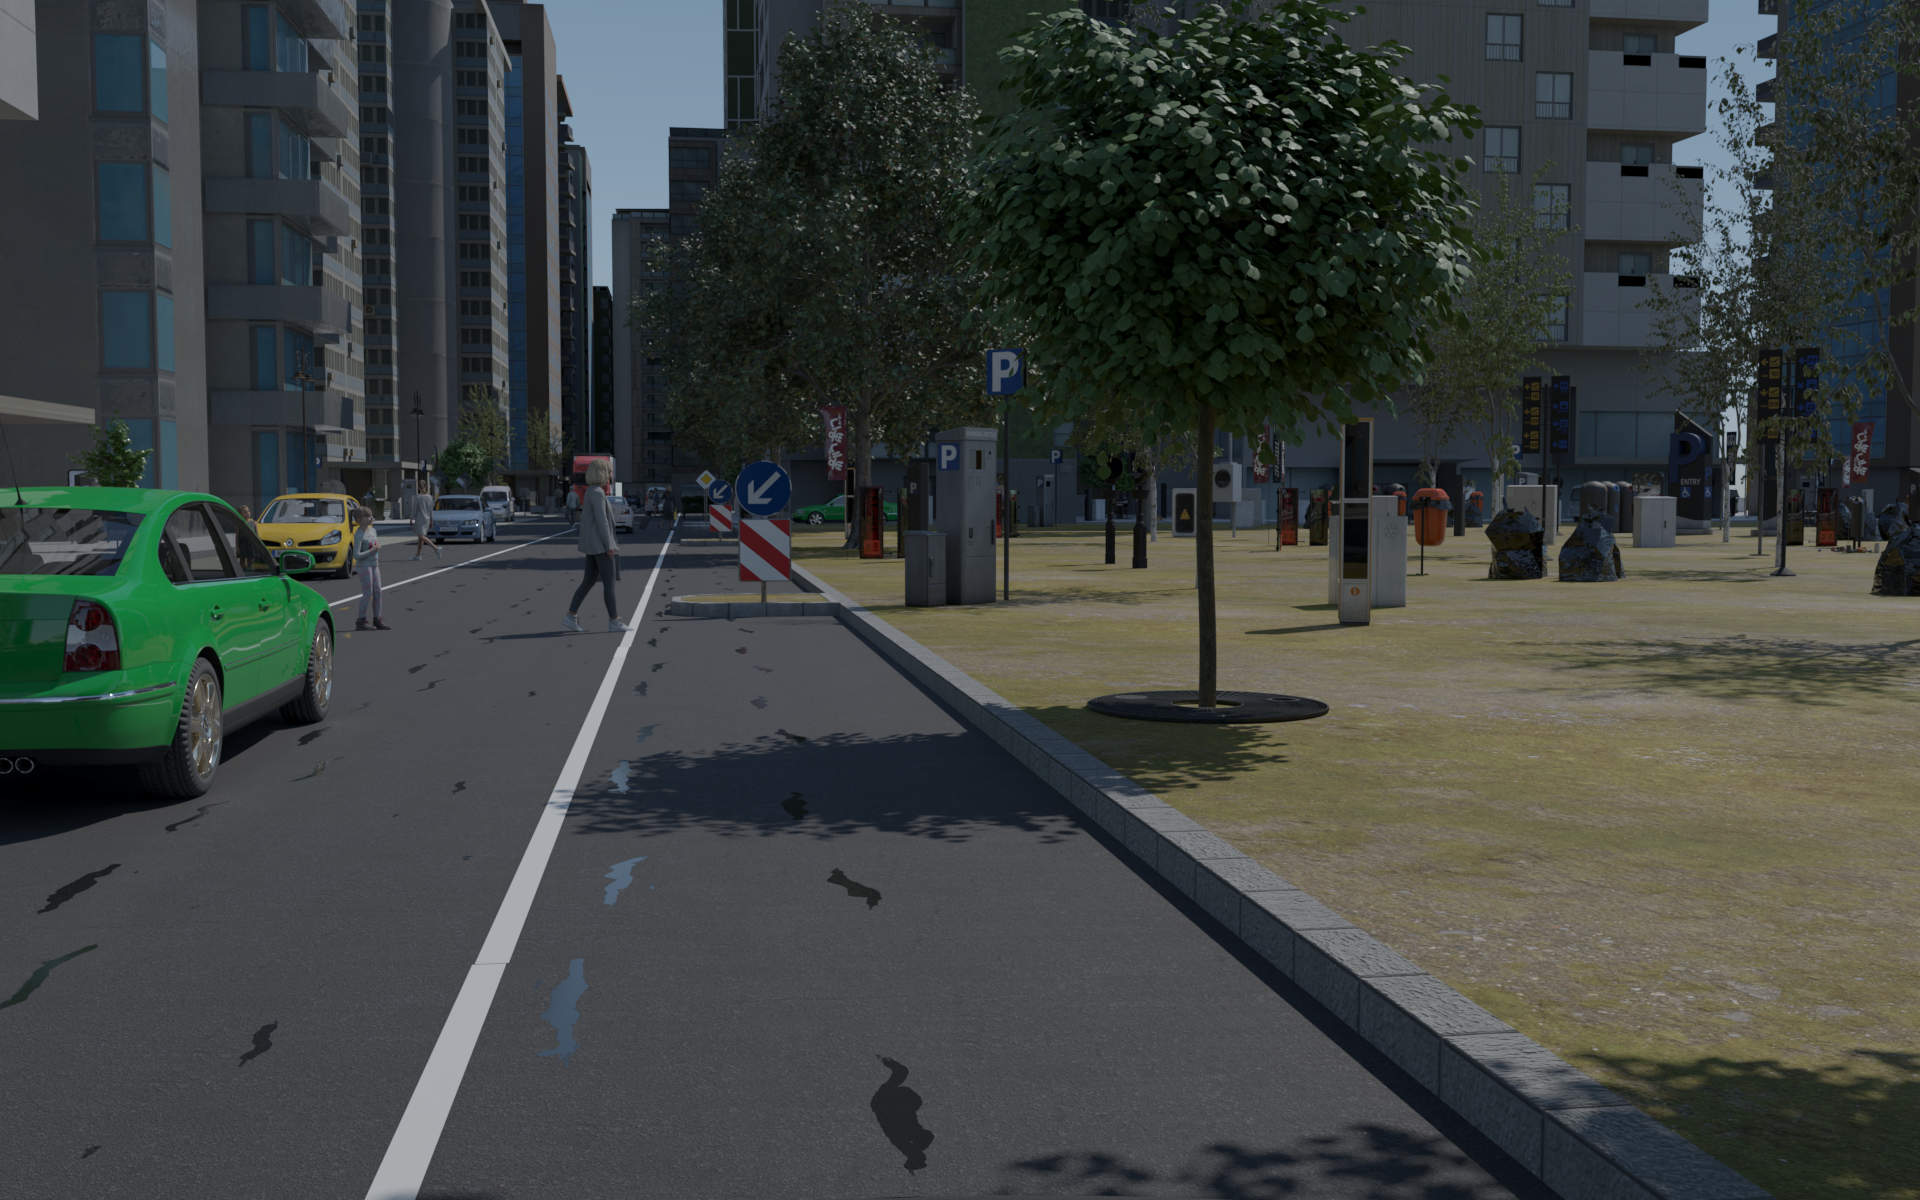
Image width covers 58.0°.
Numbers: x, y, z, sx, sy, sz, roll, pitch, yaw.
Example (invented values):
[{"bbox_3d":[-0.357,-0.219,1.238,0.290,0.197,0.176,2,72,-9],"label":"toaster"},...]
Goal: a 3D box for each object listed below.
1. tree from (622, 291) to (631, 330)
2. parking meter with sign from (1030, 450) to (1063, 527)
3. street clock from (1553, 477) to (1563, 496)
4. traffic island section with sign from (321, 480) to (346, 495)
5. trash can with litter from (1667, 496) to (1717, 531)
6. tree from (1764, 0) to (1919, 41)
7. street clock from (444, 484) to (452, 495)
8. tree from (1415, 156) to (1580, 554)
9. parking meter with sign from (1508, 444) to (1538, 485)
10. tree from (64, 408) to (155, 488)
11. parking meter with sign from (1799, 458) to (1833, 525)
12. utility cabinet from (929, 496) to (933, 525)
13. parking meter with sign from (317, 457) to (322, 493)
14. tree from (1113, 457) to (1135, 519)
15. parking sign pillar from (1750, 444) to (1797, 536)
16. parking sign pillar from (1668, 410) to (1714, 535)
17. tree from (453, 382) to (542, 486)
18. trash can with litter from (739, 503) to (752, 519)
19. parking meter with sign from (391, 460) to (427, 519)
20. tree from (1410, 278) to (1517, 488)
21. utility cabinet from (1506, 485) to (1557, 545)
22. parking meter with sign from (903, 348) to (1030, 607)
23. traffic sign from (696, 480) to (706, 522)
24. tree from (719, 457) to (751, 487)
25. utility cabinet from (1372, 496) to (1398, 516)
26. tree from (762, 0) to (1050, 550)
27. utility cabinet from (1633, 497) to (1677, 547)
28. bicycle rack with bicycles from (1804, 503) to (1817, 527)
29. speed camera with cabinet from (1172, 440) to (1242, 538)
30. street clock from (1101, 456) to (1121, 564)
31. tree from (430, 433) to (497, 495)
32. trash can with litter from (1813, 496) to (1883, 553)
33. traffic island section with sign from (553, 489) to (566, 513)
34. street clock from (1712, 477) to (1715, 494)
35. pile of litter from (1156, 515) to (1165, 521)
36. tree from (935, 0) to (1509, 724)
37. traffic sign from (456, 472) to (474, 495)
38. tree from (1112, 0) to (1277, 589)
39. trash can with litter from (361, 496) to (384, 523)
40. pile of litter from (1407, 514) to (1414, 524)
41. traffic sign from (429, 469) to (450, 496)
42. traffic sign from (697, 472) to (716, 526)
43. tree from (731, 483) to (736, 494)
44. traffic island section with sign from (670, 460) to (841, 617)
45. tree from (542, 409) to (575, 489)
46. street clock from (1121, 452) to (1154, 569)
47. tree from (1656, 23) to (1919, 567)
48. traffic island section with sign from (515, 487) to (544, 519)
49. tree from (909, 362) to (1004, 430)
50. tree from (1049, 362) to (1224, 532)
[{"bbox_3d":[-6.069,-8.529,56.451,9.611,12.733,9.660,0,3,0],"label":"tree"},{"bbox_3d":[3.269,-4.341,67.239,0.543,3.016,1.738,3,4,37],"label":"parking meter with sign"},{"bbox_3d":[25.765,-4.288,74.674,0.358,2.002,0.471,-1,4,-13],"label":"street clock"},{"bbox_3d":[-16.859,-2.317,46.503,1.989,1.847,2.006,-1,4,-9],"label":"traffic island section with sign"},{"bbox_3d":[24.990,-2.993,59.990,2.233,1.210,1.678,2,4,34],"label":"trash can with litter"},{"bbox_3d":[8.886,-3.984,15.507,4.360,8.622,3.978,0,3,0],"label":"tree"},{"bbox_3d":[-31.044,-6.149,105.108,0.471,2.002,0.358,2,4,33],"label":"street clock"},{"bbox_3d":[11.306,-5.301,37.033,4.737,8.622,4.395,0,3,0],"label":"tree"},{"bbox_3d":[19.968,-3.952,60.869,1.738,3.016,0.543,-3,5,-39],"label":"parking meter with sign"},{"bbox_3d":[-18.877,-2.711,38.919,1.663,3.219,1.824,0,3,0],"label":"tree"},{"bbox_3d":[35.611,-4.675,72.690,1.738,3.016,0.543,3,4,36],"label":"parking meter with sign"},{"bbox_3d":[-1.594,-3.704,71.718,1.020,1.237,0.306,-3,5,-42],"label":"utility cabinet"},{"bbox_3d":[-30.444,-5.158,80.591,0.543,3.016,1.738,1,4,16],"label":"parking meter with sign"},{"bbox_3d":[8.198,-5.707,87.917,1.663,3.219,1.824,0,3,0],"label":"tree"},{"bbox_3d":[25.161,-3.964,53.283,1.447,3.967,1.447,-1,4,-10],"label":"parking sign pillar"},{"bbox_3d":[23.081,-4.054,54.752,1.447,3.967,1.447,-2,4,-33],"label":"parking sign pillar"},{"bbox_3d":[-30.724,-9.931,112.734,4.737,8.622,4.395,0,3,0],"label":"tree"},{"bbox_3d":[-10.415,-4.488,84.760,0.624,1.170,1.055,-2,4,-27],"label":"trash can with litter"},{"bbox_3d":[-28.124,-5.630,88.309,1.738,3.016,0.543,-3,5,-40],"label":"parking meter with sign"},{"bbox_3d":[15.482,-6.452,55.850,4.360,8.622,3.978,0,3,0],"label":"tree"},{"bbox_3d":[14.305,-2.122,43.376,1.173,1.500,0.318,2,4,31],"label":"utility cabinet"},{"bbox_3d":[0.049,-1.465,20.221,0.543,3.016,1.738,3,4,38],"label":"parking meter with sign"},{"bbox_3d":[-11.546,-4.568,78.325,0.795,2.450,0.064,-1,4,-9],"label":"traffic sign"},{"bbox_3d":[-12.207,-7.132,100.319,4.285,4.588,4.351,0,3,0],"label":"tree"},{"bbox_3d":[14.283,-2.906,58.674,1.020,1.237,0.306,0,4,-3],"label":"utility cabinet"},{"bbox_3d":[-2.166,-7.532,40.164,9.611,12.733,9.660,0,3,0],"label":"tree"},{"bbox_3d":[16.781,-1.875,41.825,1.020,1.237,0.306,-1,4,-17],"label":"utility cabinet"},{"bbox_3d":[32.955,-3.323,67.719,2.925,0.926,2.852,0,4,0],"label":"bicycle rack with bicycles"},{"bbox_3d":[7.295,-3.482,51.272,2.038,3.252,0.660,3,4,37],"label":"speed camera with cabinet"},{"bbox_3d":[2.762,-1.665,31.789,0.471,2.002,0.358,0,4,6],"label":"street clock"},{"bbox_3d":[-27.931,-6.962,97.542,4.285,4.588,4.351,0,3,0],"label":"tree"},{"bbox_3d":[19.944,-1.674,38.423,1.678,1.210,2.233,1,4,16],"label":"trash can with litter"},{"bbox_3d":[-29.786,-7.349,128.792,1.989,1.847,2.006,-1,4,-9],"label":"traffic island section with sign"},{"bbox_3d":[31.011,-4.109,71.753,0.471,2.002,0.358,2,4,25],"label":"street clock"},{"bbox_3d":[9.241,-4.211,82.817,1.719,0.858,1.176,-3,5,-41],"label":"pile of litter"},{"bbox_3d":[1.479,-1.627,10.311,4.285,4.588,4.351,0,3,0],"label":"tree"},{"bbox_3d":[-21.917,-4.470,76.723,0.795,2.450,0.064,-1,4,-9],"label":"traffic sign"},{"bbox_3d":[3.401,-4.473,23.504,4.360,8.622,3.978,0,3,0],"label":"tree"},{"bbox_3d":[-26.927,-4.119,78.405,1.678,1.210,2.233,-2,4,-29],"label":"trash can with litter"},{"bbox_3d":[19.434,-3.641,73.501,1.176,0.858,1.719,-3,5,-44],"label":"pile of litter"},{"bbox_3d":[-20.678,-3.987,68.834,0.795,2.450,0.064,-1,4,-9],"label":"traffic sign"},{"bbox_3d":[-10.307,-4.085,70.436,0.795,2.450,0.064,-1,4,-9],"label":"traffic sign"},{"bbox_3d":[-20.763,-9.789,154.655,1.663,3.219,1.824,0,3,0],"label":"tree"},{"bbox_3d":[-2.534,-0.766,21.158,1.989,1.847,2.006,-1,4,-9],"label":"traffic island section with sign"},{"bbox_3d":[-34.888,-11.971,146.089,4.737,8.622,4.395,0,3,0],"label":"tree"},{"bbox_3d":[3.102,-1.545,29.835,0.358,2.002,0.471,-2,4,-33],"label":"street clock"},{"bbox_3d":[14.200,-4.876,30.079,4.360,8.622,3.978,0,3,0],"label":"tree"},{"bbox_3d":[-25.553,-5.702,101.862,1.989,1.847,2.006,-1,4,-9],"label":"traffic island section with sign"},{"bbox_3d":[-0.088,-7.143,67.153,4.737,8.622,4.395,0,3,0],"label":"tree"},{"bbox_3d":[5.916,-8.545,57.832,7.486,12.596,7.792,0,3,0],"label":"tree"}]
